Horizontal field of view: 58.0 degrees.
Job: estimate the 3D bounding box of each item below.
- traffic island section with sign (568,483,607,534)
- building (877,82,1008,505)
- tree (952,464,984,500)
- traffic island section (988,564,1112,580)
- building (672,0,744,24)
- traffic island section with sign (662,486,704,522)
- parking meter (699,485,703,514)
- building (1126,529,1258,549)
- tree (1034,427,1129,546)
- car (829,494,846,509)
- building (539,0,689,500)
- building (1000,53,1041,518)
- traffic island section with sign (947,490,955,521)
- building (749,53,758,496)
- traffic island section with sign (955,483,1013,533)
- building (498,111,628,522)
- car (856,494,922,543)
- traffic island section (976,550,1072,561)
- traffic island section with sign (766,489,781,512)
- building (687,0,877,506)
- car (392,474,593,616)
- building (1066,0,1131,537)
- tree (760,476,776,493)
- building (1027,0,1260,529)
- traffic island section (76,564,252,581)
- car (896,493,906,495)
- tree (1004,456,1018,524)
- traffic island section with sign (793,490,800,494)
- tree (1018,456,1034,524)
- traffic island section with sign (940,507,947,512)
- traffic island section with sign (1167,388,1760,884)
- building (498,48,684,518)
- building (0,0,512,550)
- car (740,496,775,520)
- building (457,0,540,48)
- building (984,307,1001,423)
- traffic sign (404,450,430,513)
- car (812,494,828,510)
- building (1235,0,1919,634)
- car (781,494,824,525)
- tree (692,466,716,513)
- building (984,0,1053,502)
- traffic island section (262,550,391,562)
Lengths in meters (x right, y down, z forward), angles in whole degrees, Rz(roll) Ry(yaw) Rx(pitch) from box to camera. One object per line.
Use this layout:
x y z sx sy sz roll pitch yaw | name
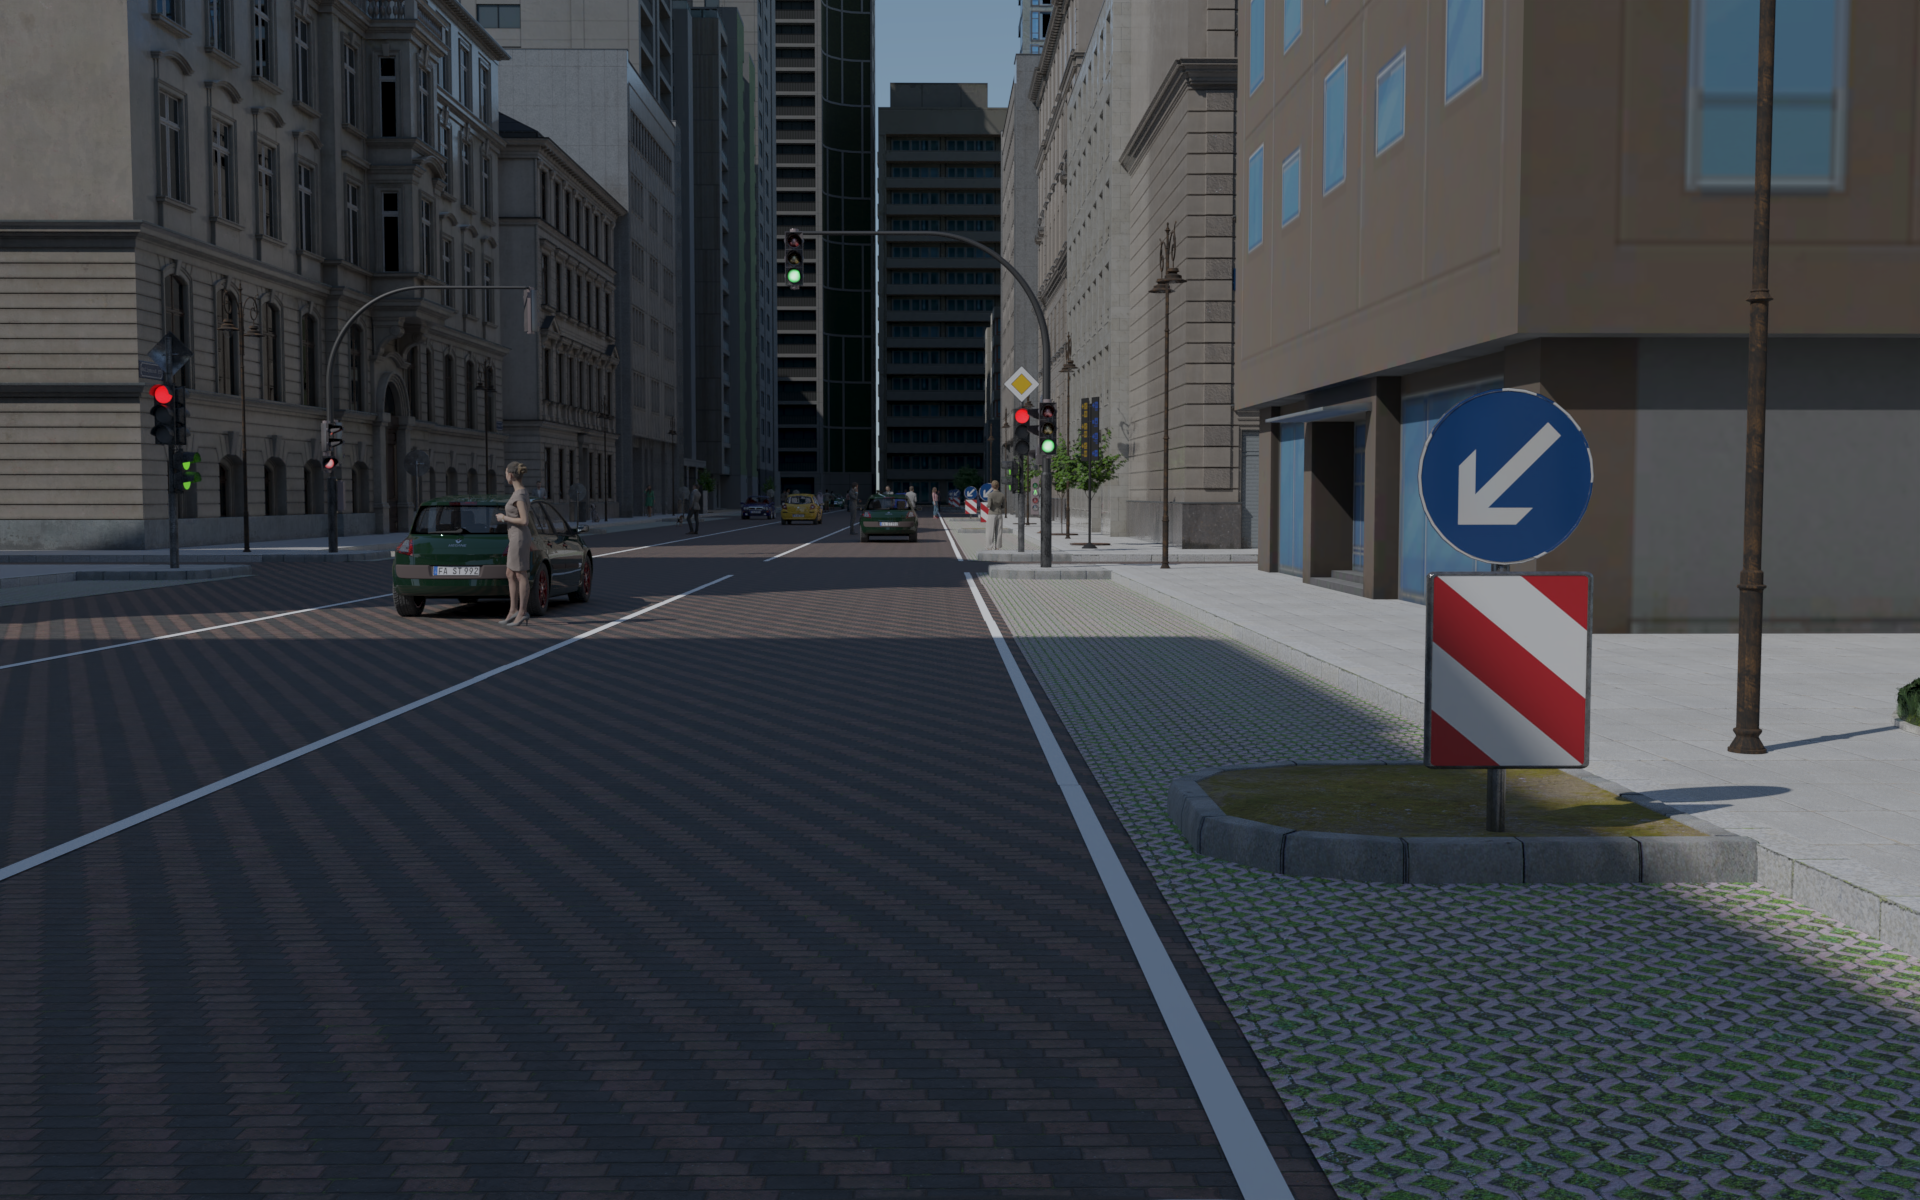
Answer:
-13.867 -3.301 62.598 1.989 1.847 2.006 0 4 -1 | traffic island section with sign
1.029 -35.736 207.982 21.600 48.544 21.300 0 4 -1 | building
0.853 -12.271 184.352 4.285 4.588 4.351 0 3 0 | tree
1.516 -0.489 30.271 2.009 0.180 2.903 0 4 -1 | traffic island section
-25.215 -27.979 141.046 14.154 41.232 14.086 0 4 -1 | building
-14.359 -4.974 89.959 1.989 1.847 2.006 0 4 -1 | traffic island section with sign
-16.622 -6.444 111.064 0.255 1.863 0.399 -1 4 -9 | parking meter
17.174 -15.168 45.258 25.104 27.353 12.463 0 4 -1 | building
3.154 -2.988 43.452 1.663 3.219 1.824 0 3 0 | tree
-11.976 -9.398 165.448 2.131 1.459 4.920 0 4 -2 | car
-29.747 -45.146 176.385 20.611 71.187 20.563 0 4 -1 | building
8.842 -17.453 103.383 12.078 24.808 19.932 0 4 -1 | building
0.443 -5.022 90.733 1.989 1.847 2.006 0 4 -1 | traffic island section with sign
-25.971 -28.857 155.400 14.154 41.232 14.086 0 4 -1 | building
0.916 -3.373 63.782 1.989 1.847 2.006 0 4 -1 | traffic island section with sign
-22.739 -13.340 82.743 10.561 19.102 19.286 0 4 -1 | building
-2.156 -2.615 52.546 2.009 1.686 4.222 0 4 -2 | car
1.374 -0.977 38.255 2.009 0.180 2.903 0 4 -1 | traffic island section
-15.246 -8.019 139.741 1.989 1.847 2.006 0 4 -1 | traffic island section with sign
-20.587 -46.989 206.522 20.611 71.187 20.563 0 4 -1 | building
-5.754 -0.727 21.676 2.009 1.686 4.222 0 4 -1 | car
9.533 -12.532 59.645 10.420 20.320 16.860 0 4 -1 | building
-18.175 -10.523 166.655 1.663 3.219 1.824 0 3 0 | tree
10.034 -17.343 80.828 12.463 27.353 25.104 0 4 -1 | building
-13.623 -0.473 30.008 2.009 0.180 2.903 0 4 -1 | traffic island section
-4.296 -7.333 129.481 1.945 1.707 3.694 0 4 -1 | car
2.768 -4.813 73.301 1.663 3.219 1.824 0 3 0 | tree
-15.727 -9.668 166.692 1.989 1.847 2.006 0 4 -1 | traffic island section with sign
3.046 -3.627 53.901 1.663 3.219 1.824 0 3 0 | tree
-0.427 -8.062 140.446 1.989 1.847 2.006 0 4 -1 | traffic island section with sign
1.926 0.083 7.268 1.989 1.847 2.006 0 4 -1 | traffic island section with sign
-23.798 -17.376 102.126 12.078 24.808 19.932 0 4 -1 | building
-24.057 -14.465 55.592 14.460 24.649 34.723 0 4 -1 | building
-11.491 -5.268 98.712 1.945 1.354 3.894 0 4 -2 | car
-29.052 -41.845 122.410 20.563 71.187 20.611 0 4 -1 | building
16.706 -20.150 174.485 27.650 21.520 28.899 0 4 -1 | building
-15.664 -3.050 49.980 0.768 2.556 0.104 0 4 0 | traffic sign
-12.831 -8.773 155.228 2.131 1.459 4.920 0 4 1 | car
11.695 -22.701 21.280 14.600 45.320 14.200 0 4 -1 | building
-7.470 -4.389 81.991 2.015 1.641 3.980 0 3 0 | car
-17.468 -7.553 118.088 1.663 3.219 1.824 0 3 0 | tree
13.695 -50.756 142.529 22.319 86.520 31.000 0 4 -1 | building
-13.765 -0.961 37.992 2.009 0.180 2.903 0 4 -1 | traffic island section
